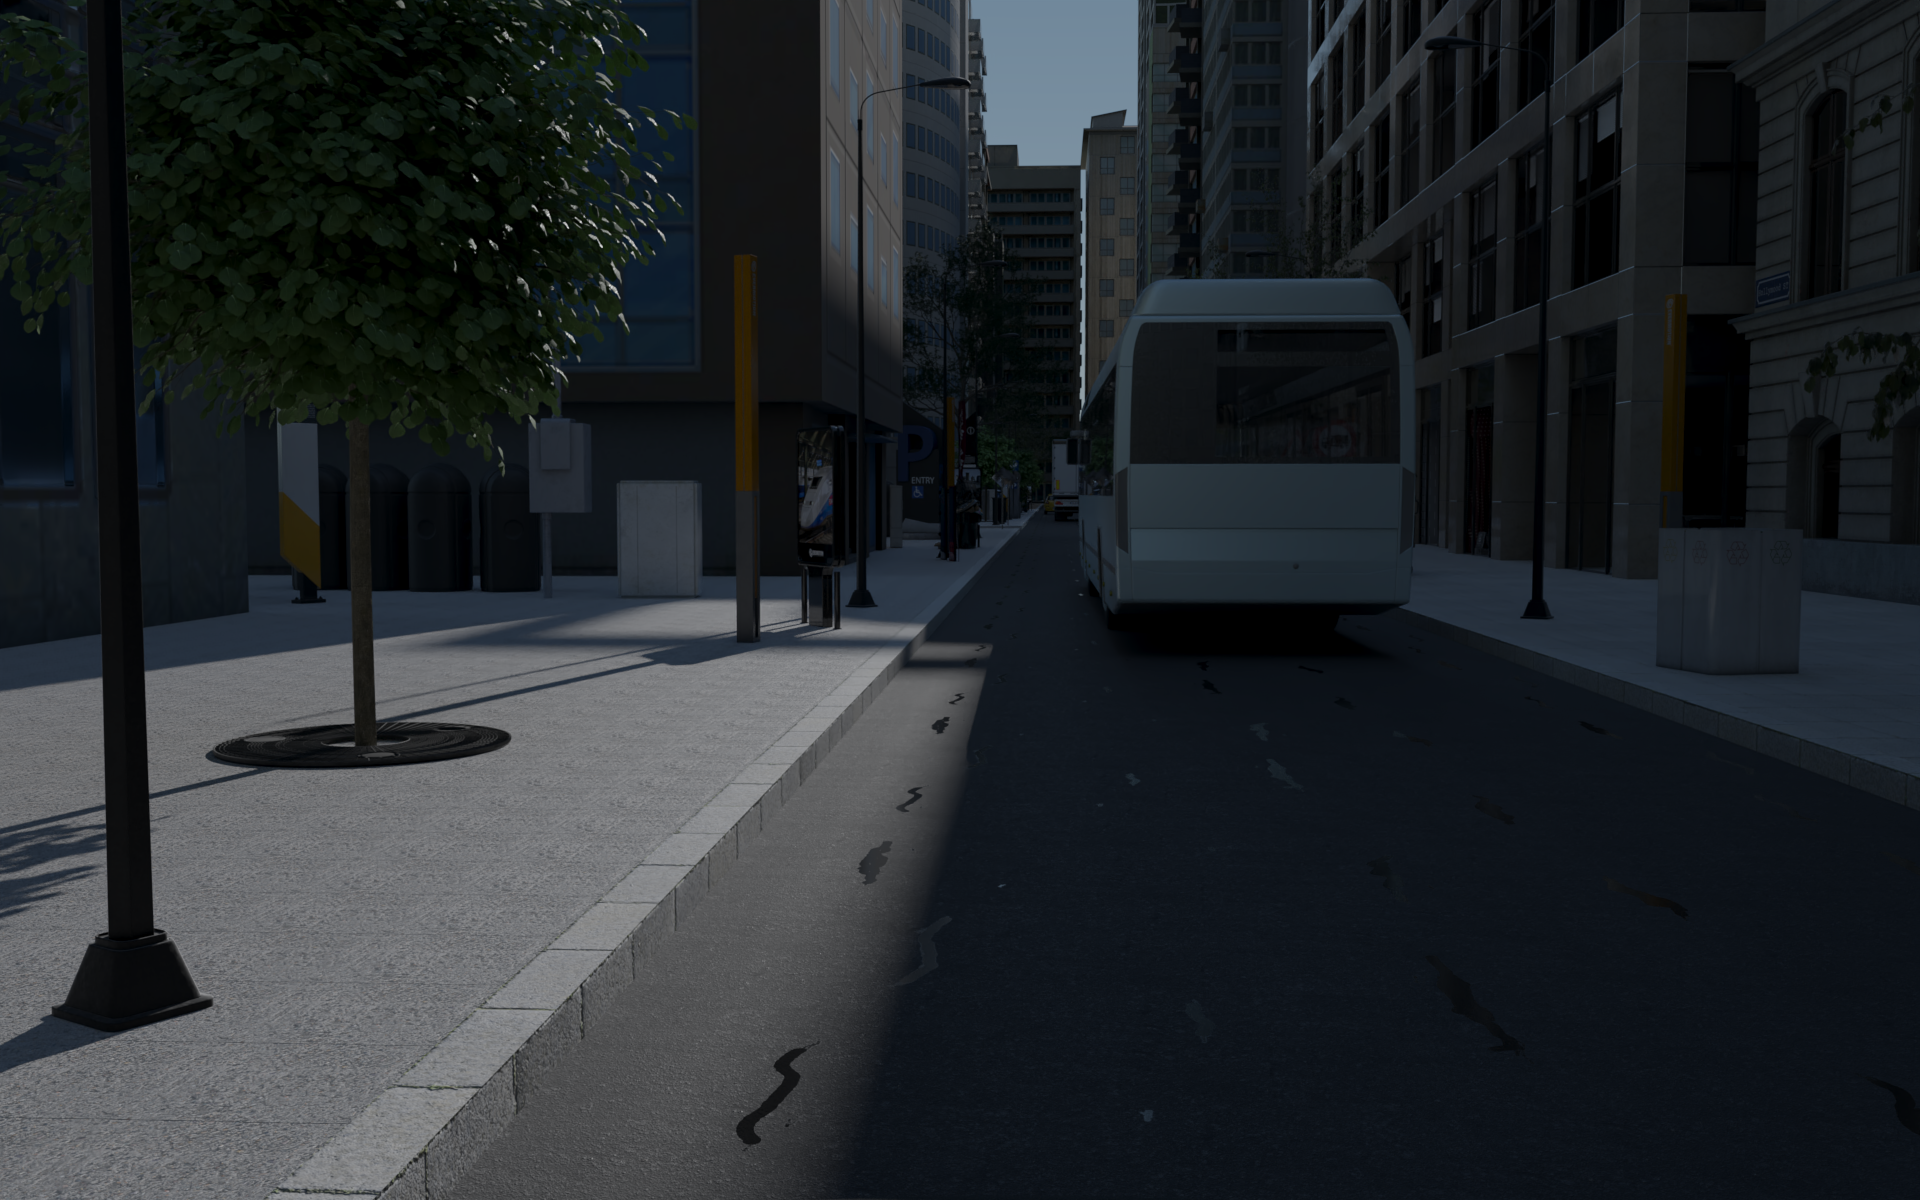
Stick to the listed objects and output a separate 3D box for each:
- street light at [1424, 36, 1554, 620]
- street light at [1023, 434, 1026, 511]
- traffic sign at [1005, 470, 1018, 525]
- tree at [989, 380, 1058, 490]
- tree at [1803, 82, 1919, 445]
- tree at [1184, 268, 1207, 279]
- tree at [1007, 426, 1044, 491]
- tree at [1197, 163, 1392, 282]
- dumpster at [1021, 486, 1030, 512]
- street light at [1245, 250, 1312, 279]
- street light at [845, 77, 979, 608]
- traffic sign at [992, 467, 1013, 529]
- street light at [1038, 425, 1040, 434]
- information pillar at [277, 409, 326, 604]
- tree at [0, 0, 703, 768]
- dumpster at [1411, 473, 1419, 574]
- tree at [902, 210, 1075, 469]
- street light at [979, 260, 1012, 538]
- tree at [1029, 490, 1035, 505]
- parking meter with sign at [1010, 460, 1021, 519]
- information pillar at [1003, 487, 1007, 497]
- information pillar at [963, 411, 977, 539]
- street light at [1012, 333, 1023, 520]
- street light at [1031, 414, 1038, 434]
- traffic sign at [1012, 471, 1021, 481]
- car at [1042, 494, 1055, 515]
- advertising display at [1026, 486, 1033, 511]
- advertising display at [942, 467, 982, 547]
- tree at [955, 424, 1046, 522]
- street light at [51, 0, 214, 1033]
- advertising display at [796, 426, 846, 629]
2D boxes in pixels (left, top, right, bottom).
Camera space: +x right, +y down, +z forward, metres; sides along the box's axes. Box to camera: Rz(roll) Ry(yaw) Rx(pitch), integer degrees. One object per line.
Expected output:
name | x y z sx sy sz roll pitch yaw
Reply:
street light | 5.416 -2.764 17.731 1.470 5.913 1.316 0 4 3
street light | 2.023 -6.022 71.002 1.470 5.913 1.316 0 4 3
traffic sign | 1.978 -4.131 71.187 0.795 2.450 0.064 0 4 3
tree | 3.846 -9.873 111.791 4.360 8.622 3.978 0 3 0
tree | 5.372 -3.487 7.370 4.360 8.622 3.978 0 3 0
tree | 8.070 -6.461 55.993 4.737 8.622 4.395 0 3 0
tree | 5.810 -12.811 159.827 4.737 8.622 4.395 0 3 0
tree | 7.379 -5.355 37.911 4.360 8.622 3.978 0 3 0
dumpster | 4.150 -7.279 121.497 1.502 2.255 1.985 0 4 3
street light | 6.141 -3.708 33.166 1.470 5.913 1.316 0 4 3
street light | -0.579 -2.871 19.484 1.470 5.913 1.316 0 4 3
traffic sign | 1.552 -3.643 63.213 0.795 2.450 0.064 0 4 3
street light | 3.769 -7.834 100.626 1.470 5.913 1.316 0 4 3
information pillar | -7.713 -1.765 20.210 0.183 3.616 0.504 2 4 35
tree | -2.936 -1.527 8.674 4.285 4.588 4.351 0 3 0
dumpster | 6.646 -1.360 27.993 1.264 1.857 1.865 0 4 3
tree | 0.218 -7.472 56.573 7.601 10.594 8.767 0 4 -7
street light | 0.242 -3.796 34.612 1.470 5.913 1.316 0 4 3
tree | 8.194 -12.917 205.793 1.663 3.219 1.824 0 3 0
parking meter with sign | 2.871 -5.732 89.972 0.543 3.016 1.738 1 4 8
information pillar | 2.454 -6.112 91.278 0.504 3.616 0.183 -2 4 -32
information pillar | 0.222 -3.517 48.865 0.504 3.616 0.183 -1 4 -9
street light | 1.012 -4.749 50.185 1.470 5.913 1.316 0 4 3
street light | 2.971 -6.923 85.738 1.470 5.913 1.316 0 4 3
traffic sign | 2.932 -5.773 94.501 0.768 2.556 0.104 1 4 13
car | 6.813 -6.884 122.769 2.015 1.641 3.980 0 4 2
advertising display | 5.204 -7.874 133.950 0.974 1.923 0.123 3 5 42
advertising display | 0.051 -2.219 41.488 0.974 1.923 0.123 -1 4 -22
tree | 1.115 -5.891 80.030 4.285 4.588 4.351 0 3 0
street light | -1.516 -1.930 4.091 1.470 5.913 1.316 0 4 3
advertising display | -1.354 -0.707 16.770 0.123 1.923 0.974 -2 4 -27
